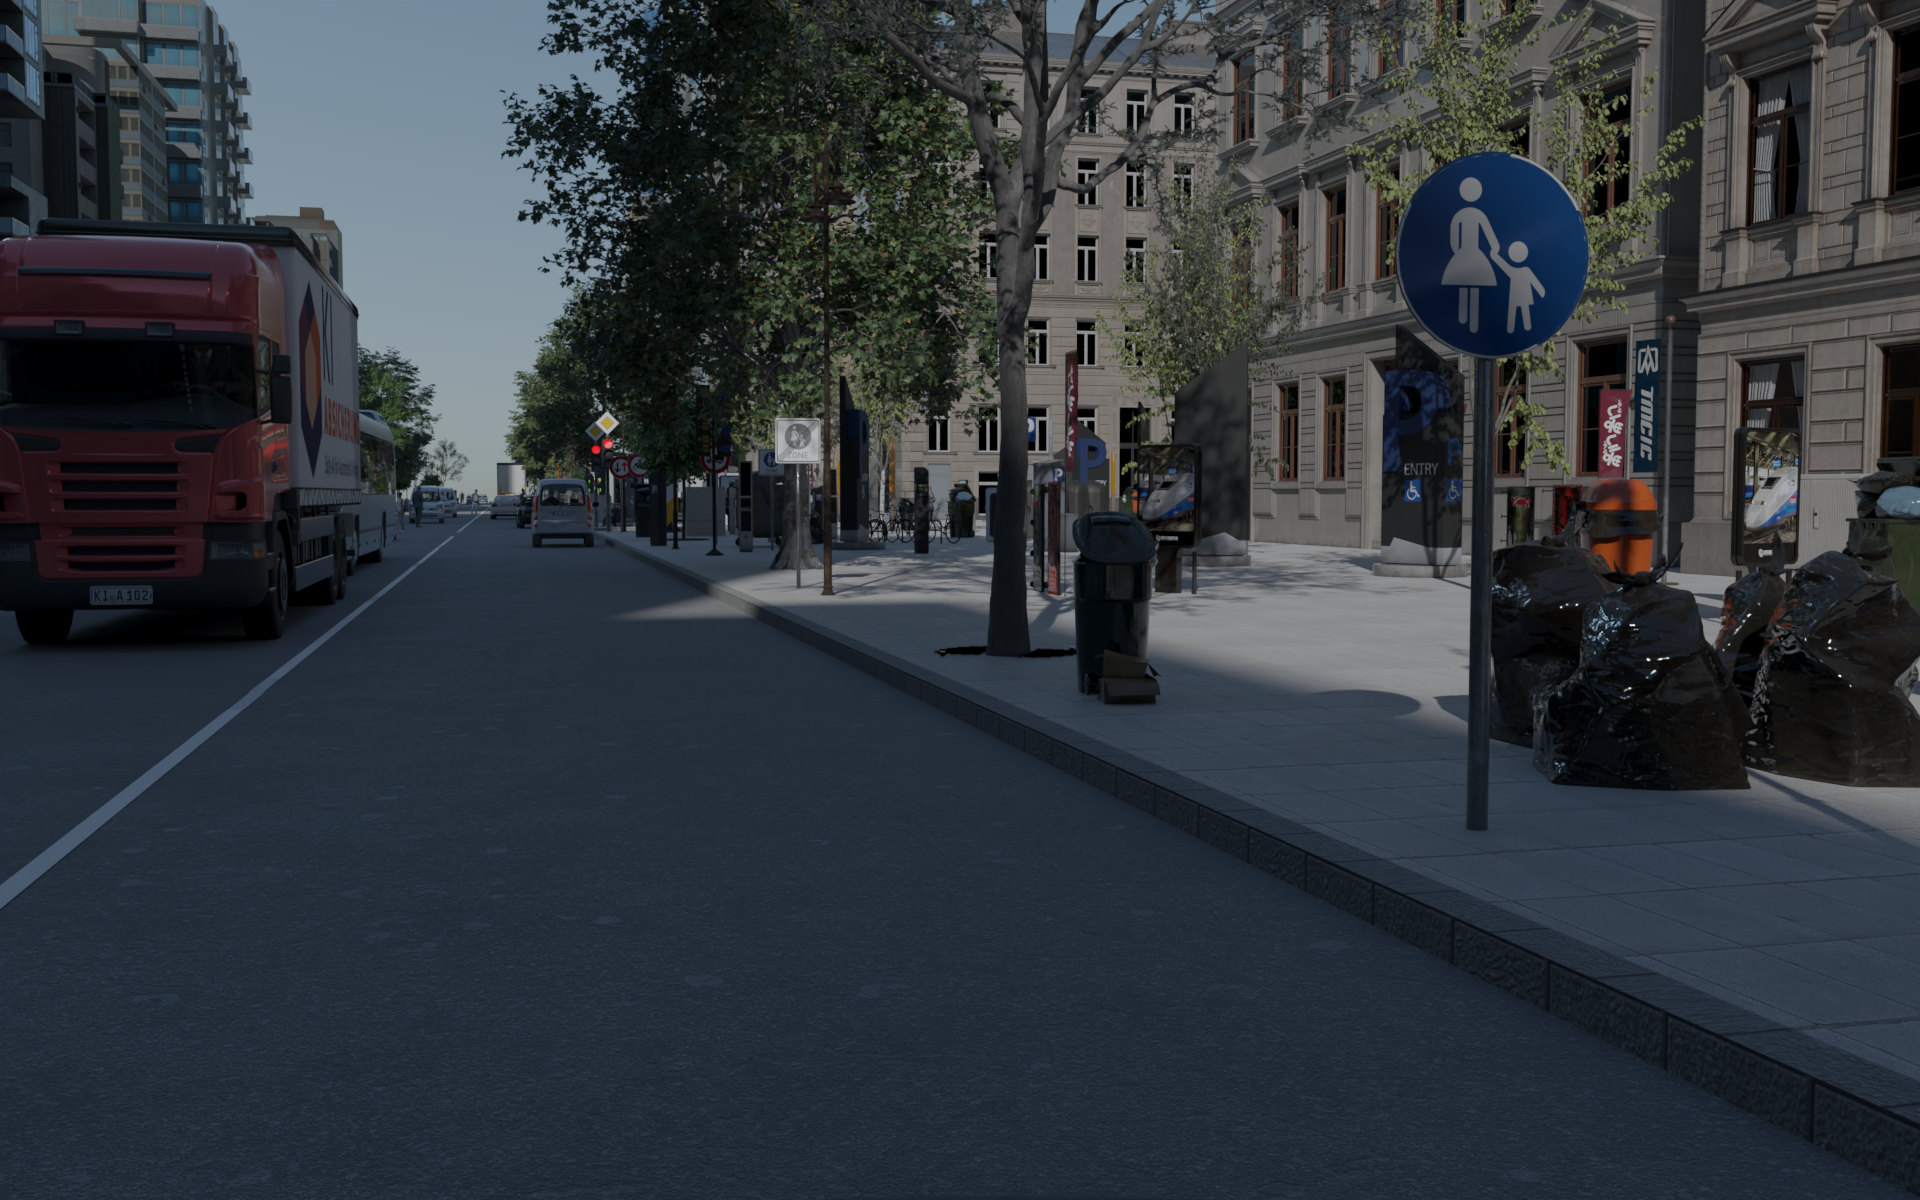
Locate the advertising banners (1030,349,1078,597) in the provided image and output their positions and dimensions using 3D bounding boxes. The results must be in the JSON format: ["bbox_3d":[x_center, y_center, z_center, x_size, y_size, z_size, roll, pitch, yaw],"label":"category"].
[{"bbox_3d":[1.194,-1.581,22.030,0.090,3.025,2.074,-1,4,-12],"label":"advertising banners"}]

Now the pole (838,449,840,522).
[{"bbox_3d":[-5.424,-5.167,78.323,0.158,3.312,0.155,0,3,0],"label":"pole"}]

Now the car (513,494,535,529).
[{"bbox_3d":[-17.826,-3.876,73.164,2.009,1.686,4.222,-1,4,-16],"label":"car"}]

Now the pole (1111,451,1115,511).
[{"bbox_3d":[7.221,-5.375,81.718,0.158,3.312,0.155,0,3,0],"label":"pole"}]

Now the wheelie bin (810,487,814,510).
[{"bbox_3d":[-6.431,-4.164,75.996,0.693,1.594,0.980,-1,4,-9],"label":"wheelie bin"}]

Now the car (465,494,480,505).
[{"bbox_3d":[-66.154,-13.650,235.181,2.014,1.417,4.499,-1,4,-15],"label":"car"}]

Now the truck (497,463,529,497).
[{"bbox_3d":[-41.280,-10.446,159.697,2.839,4.237,11.283,-1,4,-13],"label":"truck"}]

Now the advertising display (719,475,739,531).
[{"bbox_3d":[-7.812,-3.323,59.541,0.974,1.923,0.123,-2,4,-29],"label":"advertising display"}]

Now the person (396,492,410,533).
[{"bbox_3d":[-20.738,-3.255,64.322,0.503,1.515,0.523,1,4,20],"label":"person"}]

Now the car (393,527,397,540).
[{"bbox_3d":[-18.311,-2.486,53.010,2.083,1.381,4.827,-1,4,-15],"label":"car"}]

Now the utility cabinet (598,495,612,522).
[{"bbox_3d":[-16.313,-4.123,78.568,1.020,1.237,0.306,-3,5,-41],"label":"utility cabinet"}]

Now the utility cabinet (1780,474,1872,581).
[{"bbox_3d":[9.397,-0.633,19.027,0.318,1.500,1.173,-2,4,-30],"label":"utility cabinet"}]

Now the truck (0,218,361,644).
[{"bbox_3d":[-8.713,-1.909,20.121,2.839,4.237,11.283,-1,4,-15],"label":"truck"}]

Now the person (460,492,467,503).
[{"bbox_3d":[-81.181,-16.784,282.933,1.348,1.822,0.705,-3,5,-43],"label":"person"}]

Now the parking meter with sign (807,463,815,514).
[{"bbox_3d":[-6.193,-4.441,68.879,0.543,3.016,1.738,-1,4,-17],"label":"parking meter with sign"}]

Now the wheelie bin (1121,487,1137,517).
[{"bbox_3d":[7.814,-4.371,79.378,0.693,1.594,0.980,2,4,29],"label":"wheelie bin"}]

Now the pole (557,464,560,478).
[{"bbox_3d":[-26.460,-7.365,114.253,0.158,3.312,0.155,0,3,0],"label":"pole"}]

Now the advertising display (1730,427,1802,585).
[{"bbox_3d":[7.879,-0.717,16.935,0.974,1.923,0.123,-2,4,-33],"label":"advertising display"}]

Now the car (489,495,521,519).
[{"bbox_3d":[-26.028,-5.338,99.630,2.083,1.381,4.827,-1,4,-14],"label":"car"}]

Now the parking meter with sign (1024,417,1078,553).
[{"bbox_3d":[1.971,-2.588,38.575,0.543,3.016,1.738,-3,4,-36],"label":"parking meter with sign"}]

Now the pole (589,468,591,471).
[{"bbox_3d":[-27.641,-8.298,129.511,0.158,3.312,0.155,0,3,0],"label":"pole"}]

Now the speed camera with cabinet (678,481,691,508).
[{"bbox_3d":[-21.837,-8.640,135.594,0.660,3.252,2.038,0,4,6],"label":"speed camera with cabinet"}]

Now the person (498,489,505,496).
[{"bbox_3d":[-38.631,-8.434,146.362,0.705,1.831,1.348,3,5,43],"label":"person"}]

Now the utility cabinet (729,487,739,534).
[{"bbox_3d":[-6.716,-2.809,54.610,1.173,1.500,0.318,-3,5,-43],"label":"utility cabinet"}]

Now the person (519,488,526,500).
[{"bbox_3d":[-27.669,-6.139,109.145,0.573,1.790,0.520,1,4,17],"label":"person"}]

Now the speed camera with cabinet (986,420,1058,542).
[{"bbox_3d":[1.716,-3.177,46.285,2.038,3.252,0.660,2,4,26],"label":"speed camera with cabinet"}]

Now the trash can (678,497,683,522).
[{"bbox_3d":[-12.994,-4.213,80.531,0.748,1.137,0.748,0,3,0],"label":"trash can"}]

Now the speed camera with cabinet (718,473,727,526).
[{"bbox_3d":[-9.603,-4.600,69.553,0.660,3.252,2.038,-2,4,-26],"label":"speed camera with cabinet"}]

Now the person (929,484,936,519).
[{"bbox_3d":[-1.078,-3.428,64.732,0.526,1.800,0.537,3,5,40],"label":"person"}]

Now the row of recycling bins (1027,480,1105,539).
[{"bbox_3d":[3.020,-2.678,50.894,1.069,1.692,3.534,3,5,44],"label":"row of recycling bins"}]

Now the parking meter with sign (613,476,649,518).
[{"bbox_3d":[-15.385,-5.203,81.333,1.738,3.016,0.543,-2,4,-32],"label":"parking meter with sign"}]

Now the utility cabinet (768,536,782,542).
[{"bbox_3d":[-4.842,-2.280,45.953,0.318,1.500,1.173,0,4,6],"label":"utility cabinet"}]

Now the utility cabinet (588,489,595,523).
[{"bbox_3d":[-16.484,-4.168,76.828,0.318,1.500,1.173,-2,4,-35],"label":"utility cabinet"}]

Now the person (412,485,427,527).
[{"bbox_3d":[-23.285,-4.038,74.694,0.661,1.801,0.590,2,4,30],"label":"person"}]

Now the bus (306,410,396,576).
[{"bbox_3d":[-12.513,-2.319,32.777,2.948,3.499,13.247,-1,4,-14],"label":"bus"}]

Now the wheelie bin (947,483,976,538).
[{"bbox_3d":[0.041,-2.634,50.970,0.693,1.594,0.980,-3,4,-38],"label":"wheelie bin"}]

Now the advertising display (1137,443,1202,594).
[{"bbox_3d":[2.703,-1.053,22.425,0.974,1.923,0.123,3,5,45],"label":"advertising display"}]

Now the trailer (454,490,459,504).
[{"bbox_3d":[-72.322,-14.690,247.227,1.471,1.999,3.904,-1,4,-16],"label":"trailer"}]

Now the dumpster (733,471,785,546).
[{"bbox_3d":[-4.799,-2.229,42.206,1.264,1.857,1.865,-1,4,-15],"label":"dumpster"}]

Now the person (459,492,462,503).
[{"bbox_3d":[-83.283,-17.170,289.219,1.348,1.826,0.705,3,4,37],"label":"person"}]

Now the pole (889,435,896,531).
[{"bbox_3d":[-2.334,-4.033,59.790,0.158,3.312,0.155,0,3,0],"label":"pole"}]

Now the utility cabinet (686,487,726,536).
[{"bbox_3d":[-7.696,-2.670,52.330,1.173,1.500,0.318,-1,4,-19],"label":"utility cabinet"}]

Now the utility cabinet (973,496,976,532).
[{"bbox_3d":[0.287,-2.875,58.164,0.306,1.237,1.020,1,4,12],"label":"utility cabinet"}]

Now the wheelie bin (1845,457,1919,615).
[{"bbox_3d":[8.064,-0.425,14.863,0.693,1.594,0.980,0,4,-4],"label":"wheelie bin"}]

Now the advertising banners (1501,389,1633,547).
[{"bbox_3d":[10.198,-2.016,29.143,2.074,3.025,0.090,1,4,9],"label":"advertising banners"}]

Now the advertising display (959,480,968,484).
[{"bbox_3d":[0.156,-4.442,77.843,0.123,1.923,0.974,-1,4,-19],"label":"advertising display"}]

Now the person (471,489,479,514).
[{"bbox_3d":[-34.633,-7.026,123.726,0.623,1.781,0.721,0,4,-2],"label":"person"}]

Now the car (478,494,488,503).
[{"bbox_3d":[-76.823,-16.292,278.379,2.014,1.417,4.499,-1,4,-16],"label":"car"}]

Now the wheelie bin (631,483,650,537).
[{"bbox_3d":[-9.326,-2.670,51.555,0.980,1.594,0.693,0,4,-3],"label":"wheelie bin"}]

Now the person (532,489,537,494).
[{"bbox_3d":[-27.604,-6.341,112.448,0.793,1.790,0.793,2,4,31],"label":"person"}]
